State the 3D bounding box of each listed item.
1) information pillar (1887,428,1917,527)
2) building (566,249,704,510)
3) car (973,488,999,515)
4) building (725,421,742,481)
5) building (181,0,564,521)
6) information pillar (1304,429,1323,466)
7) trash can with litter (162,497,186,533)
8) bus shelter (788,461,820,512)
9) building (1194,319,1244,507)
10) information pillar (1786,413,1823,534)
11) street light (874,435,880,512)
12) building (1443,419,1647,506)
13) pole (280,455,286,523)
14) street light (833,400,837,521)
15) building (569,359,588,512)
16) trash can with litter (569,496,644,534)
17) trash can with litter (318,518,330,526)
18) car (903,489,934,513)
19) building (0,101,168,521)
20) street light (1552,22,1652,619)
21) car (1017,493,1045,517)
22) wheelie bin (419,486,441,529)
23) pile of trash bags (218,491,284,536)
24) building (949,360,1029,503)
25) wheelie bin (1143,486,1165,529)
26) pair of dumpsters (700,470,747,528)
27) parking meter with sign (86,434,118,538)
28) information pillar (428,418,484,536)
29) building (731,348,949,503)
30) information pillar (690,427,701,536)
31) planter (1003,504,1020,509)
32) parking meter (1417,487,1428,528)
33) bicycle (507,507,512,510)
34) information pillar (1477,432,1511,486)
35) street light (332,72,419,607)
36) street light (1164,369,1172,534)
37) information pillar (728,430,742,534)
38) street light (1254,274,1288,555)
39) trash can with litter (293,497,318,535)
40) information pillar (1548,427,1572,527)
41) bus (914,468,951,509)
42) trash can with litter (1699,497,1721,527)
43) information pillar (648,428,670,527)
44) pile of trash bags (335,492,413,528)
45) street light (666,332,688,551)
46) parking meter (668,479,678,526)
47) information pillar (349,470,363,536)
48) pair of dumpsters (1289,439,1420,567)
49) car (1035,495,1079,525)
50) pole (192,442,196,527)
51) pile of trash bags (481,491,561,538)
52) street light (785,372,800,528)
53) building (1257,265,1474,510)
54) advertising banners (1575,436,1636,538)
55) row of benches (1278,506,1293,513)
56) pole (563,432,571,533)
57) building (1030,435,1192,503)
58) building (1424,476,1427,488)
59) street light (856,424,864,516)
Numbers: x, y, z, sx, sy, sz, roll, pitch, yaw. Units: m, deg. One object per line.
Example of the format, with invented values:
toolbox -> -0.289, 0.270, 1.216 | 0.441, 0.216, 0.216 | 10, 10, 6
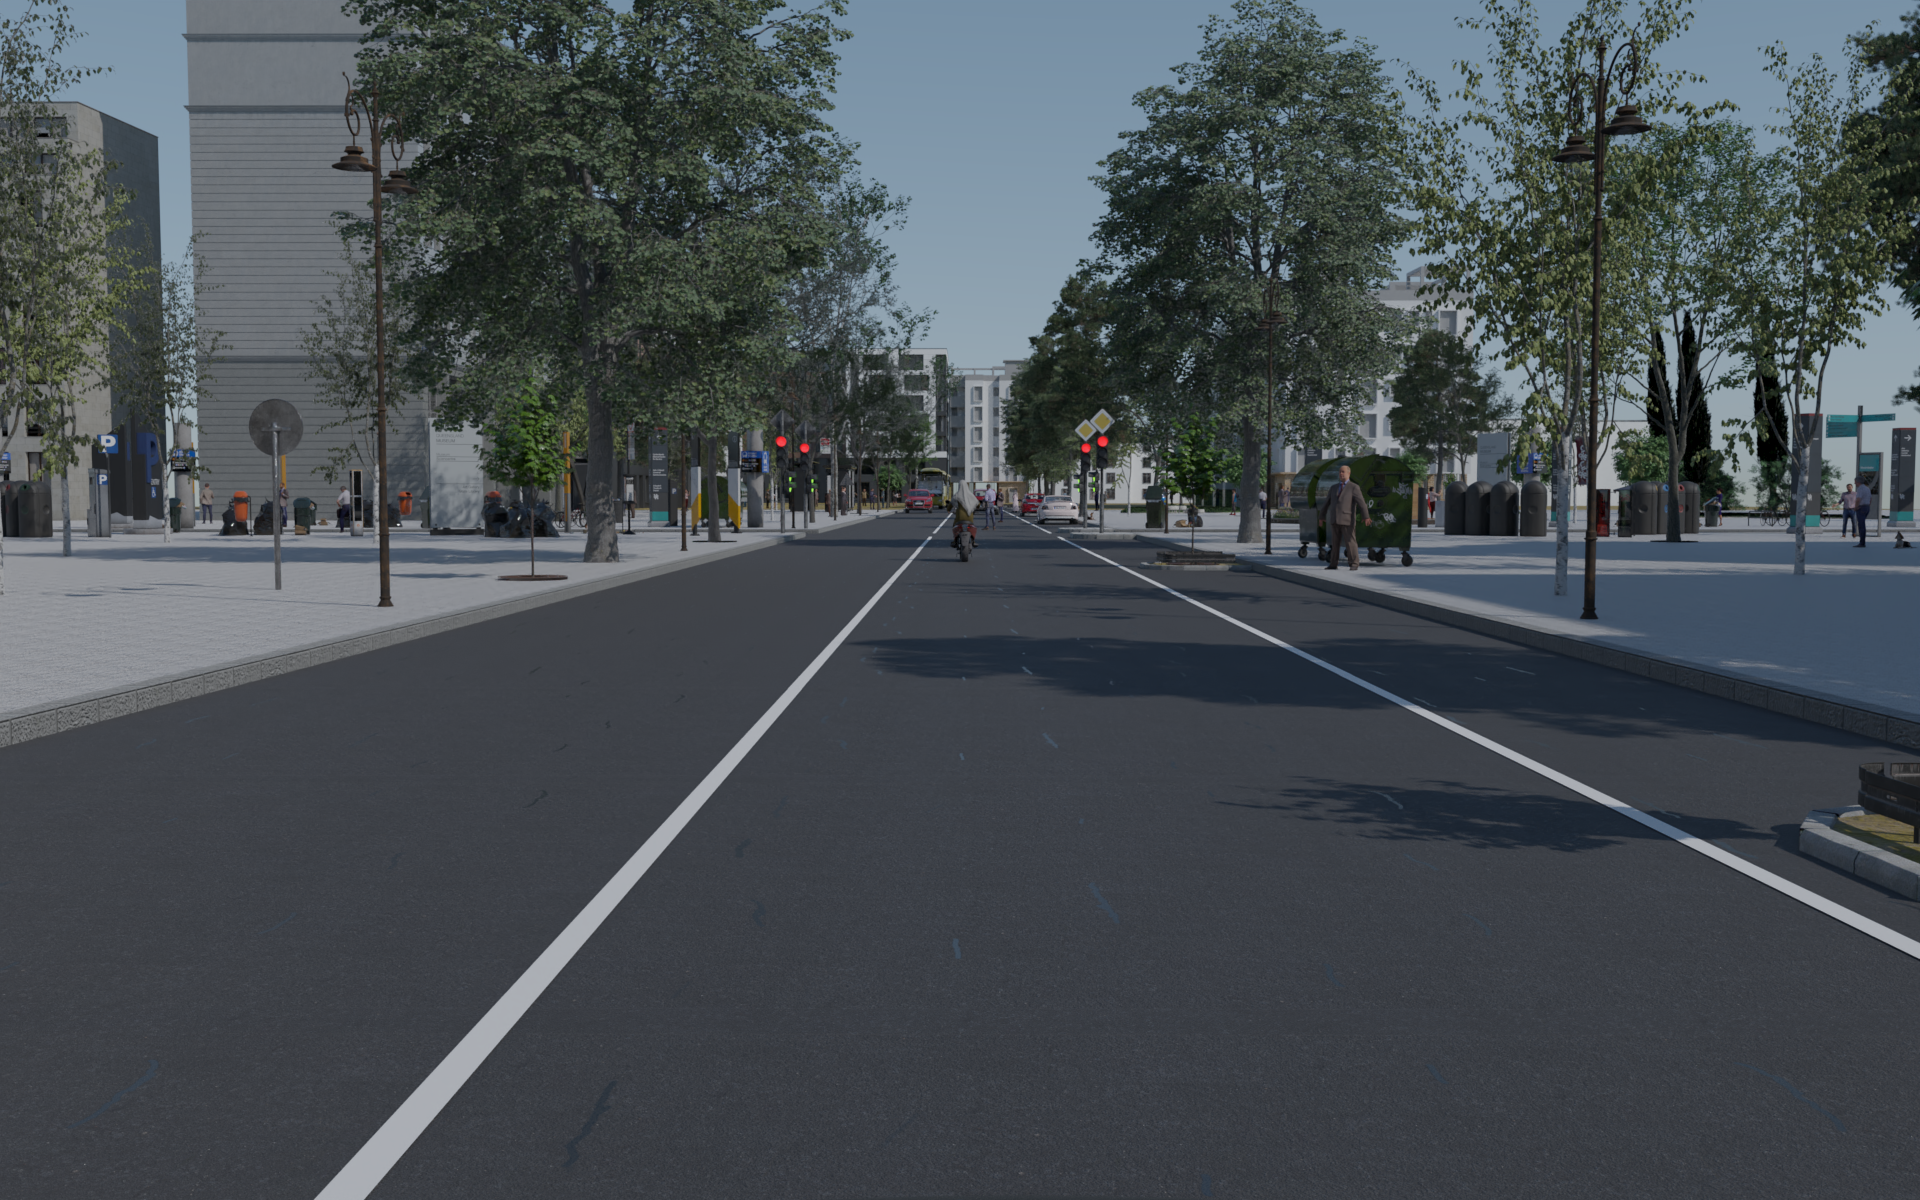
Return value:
information pillar -> 36.812, -4.786, 67.629 | 0.750, 3.857, 0.750 | 0, 4, 1
building -> -38.921, -19.123, 156.643 | 27.936, 21.610, 32.646 | 0, 4, 0
car -> 1.711, -6.823, 120.222 | 2.281, 1.827, 5.304 | 0, 4, 1
building -> -38.709, -15.341, 192.968 | 28.070, 9.664, 9.099 | 0, 4, 0
building -> -31.203, -19.581, 97.634 | 11.434, 29.767, 29.804 | 0, 4, 0
information pillar -> 13.636, -4.741, 66.896 | 0.750, 3.857, 0.750 | 0, 4, 7
trash can with litter -> -25.836, -2.771, 56.697 | 0.624, 1.170, 1.055 | 0, 4, 0
bus shelter -> -11.266, -8.217, 125.629 | 1.731, 3.624, 6.357 | 0, 4, 0
building -> 34.929, -19.242, 181.057 | 16.747, 18.905, 31.486 | 0, 4, 0
information pillar -> 27.220, -4.057, 55.710 | 0.750, 3.857, 0.750 | -1, 4, -23
street light -> -5.817, -9.159, 122.529 | 0.468, 5.910, 1.993 | 0, 4, 0
building -> 66.751, -15.266, 191.746 | 28.070, 9.664, 9.099 | 0, 4, 0
pole -> -27.632, -4.702, 70.727 | 0.158, 3.312, 0.155 | 0, 3, 0
street light -> -6.039, -6.777, 83.594 | 0.468, 5.910, 1.993 | 0, 4, 0
building -> -34.234, -15.535, 121.456 | 16.820, 18.784, 16.811 | 0, 4, 0
trash can with litter -> -11.526, -2.761, 56.194 | 2.233, 1.210, 1.678 | 1, 4, 8
trash can with litter -> -26.194, -3.609, 70.389 | 1.055, 1.170, 0.624 | -2, 4, -34
car -> -3.086, -7.396, 129.591 | 2.281, 1.827, 5.304 | 0, 4, -1
building -> -51.222, -14.260, 87.908 | 16.860, 20.320, 10.420 | 0, 4, 0
street light -> 6.468, -2.742, 17.625 | 0.468, 5.910, 1.993 | 0, 4, 0
car -> 4.746, -6.205, 110.488 | 2.155, 1.783, 4.494 | 0, 4, 0
wheelie bin -> -19.615, -3.446, 64.245 | 0.980, 1.594, 0.693 | 3, 5, 44
pile of trash bags -> -22.077, -2.692, 53.765 | 1.912, 1.369, 3.447 | -1, 4, -15
building -> 4.079, -24.096, 250.382 | 11.380, 20.091, 16.016 | 0, 4, 0
wheelie bin -> 7.256, -3.453, 64.362 | 0.980, 1.594, 0.693 | 2, 4, 26
pair of dumpsters -> -9.301, -3.981, 67.590 | 1.574, 2.255, 4.436 | 0, 4, 0
parking meter with sign -> -25.504, -3.371, 51.373 | 0.543, 3.016, 1.738 | -3, 5, -42
information pillar -> -15.675, -3.827, 53.886 | 1.656, 3.620, 0.184 | -2, 4, -33
building -> -18.078, -25.222, 256.361 | 32.646, 21.610, 27.936 | 0, 4, 0
information pillar -> -8.098, -3.773, 53.040 | 0.183, 3.616, 0.504 | -3, 4, -36
planter -> 5.212, -8.947, 167.422 | 1.991, 0.319, 1.994 | 0, 4, 0
parking meter -> 17.626, -3.520, 65.962 | 0.372, 1.533, 0.369 | 0, 3, 0
bicycle -> -14.192, -2.529, 54.565 | 1.543, 0.972, 0.635 | 3, 5, 40
information pillar -> 20.561, -4.615, 66.778 | 0.184, 3.620, 1.656 | -2, 4, -26
street light -> -6.549, -2.861, 19.566 | 0.468, 5.910, 1.993 | 0, 4, 0
street light -> 6.695, -5.088, 55.979 | 0.468, 5.910, 1.993 | 0, 4, 0
information pillar -> -7.349, -3.979, 56.415 | 0.504, 3.616, 0.183 | 3, 4, 39
street light -> 6.544, -3.903, 36.597 | 0.468, 5.910, 1.993 | 0, 4, 0
trash can with litter -> -20.482, -2.608, 54.036 | 0.624, 1.170, 1.055 | -1, 4, -18
information pillar -> 23.258, -4.746, 66.983 | 0.750, 3.857, 0.750 | 2, 4, 29
bus -> -2.707, -10.752, 167.333 | 2.896, 3.916, 12.252 | 0, 4, 1
trash can with litter -> 28.864, -3.407, 67.084 | 1.055, 1.170, 0.624 | 1, 4, 12
information pillar -> -11.779, -4.786, 67.629 | 0.750, 3.857, 0.750 | -1, 4, -20
pile of trash bags -> -22.327, -3.488, 66.780 | 1.912, 1.369, 3.447 | 1, 4, 20
street light -> -6.220, -4.041, 38.866 | 0.468, 5.910, 1.993 | 0, 4, 0
parking meter -> -11.475, -3.881, 69.166 | 0.399, 1.863, 0.255 | -3, 5, -44
information pillar -> -18.305, -2.937, 52.506 | 0.304, 2.012, 0.304 | -3, 4, -38
pair of dumpsters -> 7.375, -1.838, 32.547 | 1.574, 2.255, 4.436 | 0, 4, 0
car -> 4.654, -4.307, 82.781 | 2.083, 1.381, 4.827 | 0, 4, 1
pole -> -30.168, -4.539, 68.060 | 0.158, 3.312, 0.155 | 0, 3, 0
pile of trash bags -> -13.436, -2.577, 51.880 | 1.912, 1.369, 3.447 | -3, 4, -38
street light -> -6.231, -5.617, 64.623 | 0.468, 5.910, 1.993 | 0, 4, 0
building -> 34.203, -17.840, 148.100 | 16.016, 20.091, 11.380 | 0, 4, 0
advertising banners -> 19.252, -3.398, 51.753 | 0.090, 3.025, 2.074 | -3, 4, -36
row of benches -> 16.132, -4.307, 85.885 | 1.422, 0.672, 4.104 | 1, 4, 9
pole -> -12.937, -3.863, 57.010 | 0.158, 3.312, 0.155 | 0, 3, 0
building -> 23.836, -18.620, 246.587 | 28.070, 9.664, 9.099 | 0, 4, 0
building -> 54.614, -25.216, 256.262 | 32.646, 21.610, 27.936 | 0, 4, 0
street light -> -5.928, -7.941, 102.627 | 0.468, 5.910, 1.993 | 0, 4, 0
